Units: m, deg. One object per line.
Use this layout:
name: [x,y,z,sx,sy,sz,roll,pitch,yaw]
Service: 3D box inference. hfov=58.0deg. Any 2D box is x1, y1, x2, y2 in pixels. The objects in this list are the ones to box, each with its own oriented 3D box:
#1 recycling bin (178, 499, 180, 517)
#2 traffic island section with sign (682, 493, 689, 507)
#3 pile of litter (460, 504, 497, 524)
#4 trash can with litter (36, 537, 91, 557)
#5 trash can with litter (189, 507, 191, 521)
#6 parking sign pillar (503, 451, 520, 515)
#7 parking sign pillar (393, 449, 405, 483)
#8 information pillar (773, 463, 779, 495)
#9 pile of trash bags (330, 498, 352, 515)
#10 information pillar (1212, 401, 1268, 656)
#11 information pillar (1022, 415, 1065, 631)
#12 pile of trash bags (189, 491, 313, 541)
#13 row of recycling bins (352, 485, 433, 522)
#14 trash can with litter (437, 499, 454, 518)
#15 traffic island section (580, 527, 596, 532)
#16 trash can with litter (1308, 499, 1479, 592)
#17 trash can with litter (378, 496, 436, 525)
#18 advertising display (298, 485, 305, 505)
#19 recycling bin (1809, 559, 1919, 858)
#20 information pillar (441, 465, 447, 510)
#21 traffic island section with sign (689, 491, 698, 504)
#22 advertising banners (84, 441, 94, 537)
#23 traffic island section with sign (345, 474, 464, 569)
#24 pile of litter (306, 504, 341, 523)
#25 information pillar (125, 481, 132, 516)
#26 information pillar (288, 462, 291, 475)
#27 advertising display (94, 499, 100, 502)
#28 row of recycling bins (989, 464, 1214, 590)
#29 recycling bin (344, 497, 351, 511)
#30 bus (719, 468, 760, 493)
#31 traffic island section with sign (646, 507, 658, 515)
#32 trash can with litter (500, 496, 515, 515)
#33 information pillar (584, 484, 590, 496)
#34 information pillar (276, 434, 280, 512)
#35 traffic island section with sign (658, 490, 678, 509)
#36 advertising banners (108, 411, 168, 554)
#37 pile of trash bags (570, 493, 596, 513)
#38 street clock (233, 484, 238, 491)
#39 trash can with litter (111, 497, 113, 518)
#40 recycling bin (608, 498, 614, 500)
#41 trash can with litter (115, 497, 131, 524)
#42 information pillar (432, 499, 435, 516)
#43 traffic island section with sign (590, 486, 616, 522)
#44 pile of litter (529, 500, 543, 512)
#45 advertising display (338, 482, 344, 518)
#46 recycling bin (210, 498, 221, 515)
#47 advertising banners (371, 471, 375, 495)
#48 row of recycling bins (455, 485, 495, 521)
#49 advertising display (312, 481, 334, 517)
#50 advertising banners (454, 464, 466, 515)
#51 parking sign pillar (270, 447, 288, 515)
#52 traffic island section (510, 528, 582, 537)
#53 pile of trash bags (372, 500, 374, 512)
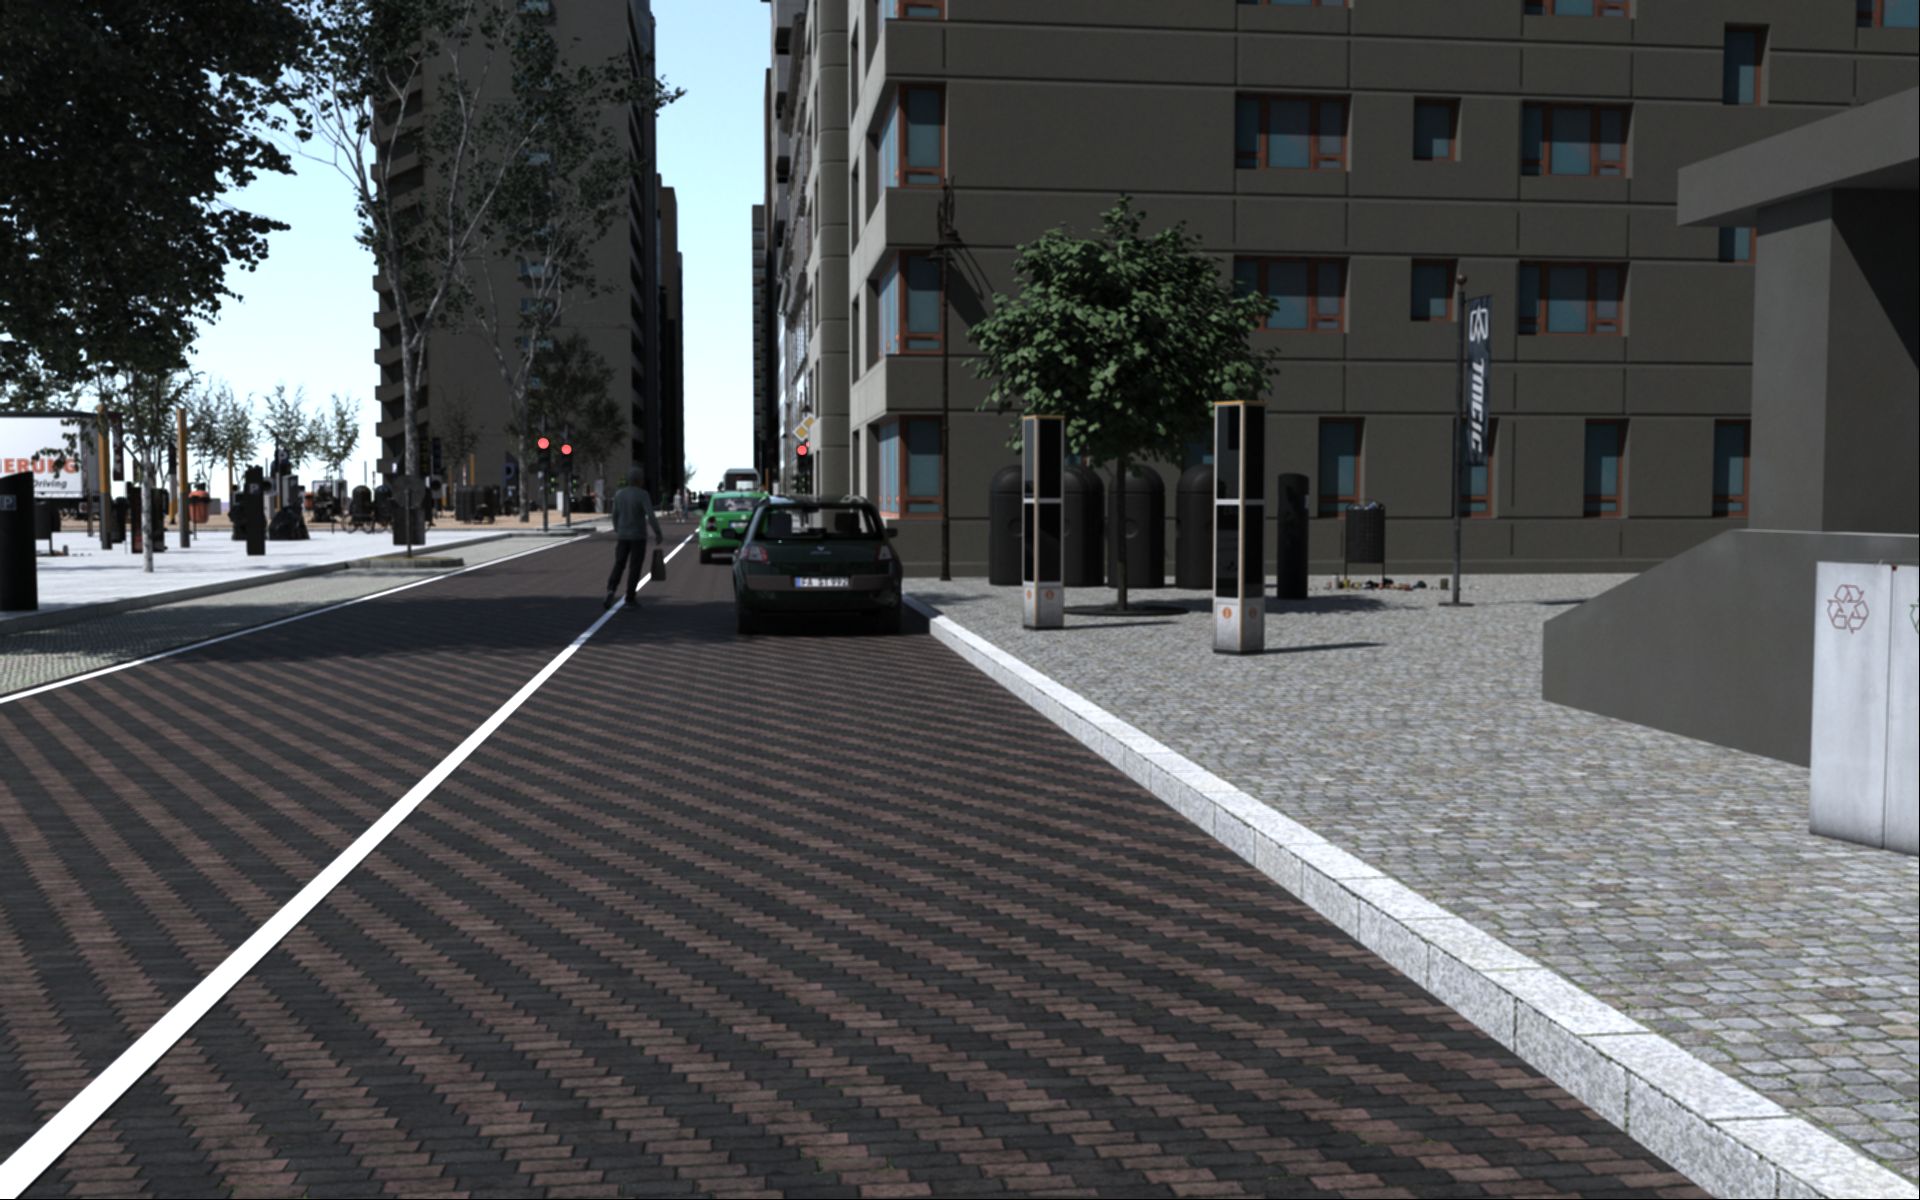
recycling bin: [-44.107,-5.278,98.853,0.722,1.027,0.722,1,4,14]
traffic island section with sign: [-31.259,-11.190,191.591,1.989,1.847,2.006,0,4,-7]
pile of litter: [-20.436,-3.668,73.942,1.719,0.858,1.176,1,4,16]
trash can with litter: [-19.362,-1.510,35.749,2.233,1.210,1.678,0,4,0]
trash can with litter: [-36.640,-4.362,82.702,1.055,1.170,0.624,-1,4,-11]
parking sign pillar: [-27.785,-7.280,107.504,1.447,3.967,1.447,2,4,34]
parking sign pillar: [-33.131,-6.964,102.332,1.447,3.967,1.447,0,4,-5]
information pillar: [-13.713,-8.418,128.993,0.504,3.616,0.183,2,4,26]
pile of trash bags: [-36.781,-5.633,101.848,3.447,1.369,1.912,0,4,-5]
information pillar: [2.236,-0.572,13.849,0.304,2.012,0.304,-3,5,-41]
information pillar: [0.787,-0.726,16.357,0.304,2.012,0.304,-1,4,-23]
pile of trash bags: [-19.954,-2.367,48.451,3.447,1.369,1.912,0,4,6]
row of recycling bins: [-26.356,-4.483,80.408,3.534,1.692,1.069,-1,4,-22]
trash can with litter: [-27.784,-5.039,93.439,1.678,1.210,2.233,1,4,23]
traffic island section: [-15.051,-2.702,66.465,2.009,0.180,2.903,0,4,-7]
trash can with litter: [5.863,-0.752,23.357,2.233,1.210,1.678,1,4,13]
trash can with litter: [-23.308,-3.747,72.324,2.233,1.210,1.678,-2,4,-32]
advertising display: [-48.945,-7.517,128.120,0.974,1.923,0.123,-2,4,-25]
recycling bin: [3.664,0.380,6.347,0.722,1.027,0.722,-1,4,-23]
information pillar: [-41.280,-9.005,138.591,0.504,3.616,0.183,-1,4,-20]
traffic island section with sign: [-38.429,-14.576,246.946,1.989,1.847,2.006,0,4,-7]
advertising banners: [-26.238,-3.421,52.125,0.090,3.025,2.074,-1,4,-22]
traffic island section with sign: [-10.866,-1.555,34.048,1.989,1.847,2.006,0,4,-7]
pile of litter: [-28.524,-3.873,77.289,1.719,0.858,1.176,1,4,22]
information pillar: [-47.749,-5.813,99.538,0.304,2.012,0.304,-2,4,-34]
information pillar: [-48.938,-8.246,126.180,0.183,3.616,0.504,3,5,41]
advertising display: [-63.110,-7.426,126.629,0.123,1.923,0.974,0,4,2]
row of recycling bins: [2.060,-1.032,23.978,3.534,1.692,1.069,1,4,21]
recycling bin: [-48.033,-7.512,135.371,0.722,1.027,0.722,-3,4,-38]
bus: [-16.383,-8.192,128.799,2.948,3.499,13.247,-1,4,-8]
traffic island section with sign: [-21.467,-6.562,115.913,1.989,1.847,2.006,0,4,-7]
trash can with litter: [-27.397,-5.684,104.313,0.624,1.170,1.055,3,4,37]
information pillar: [-27.636,-7.571,128.277,0.304,2.012,0.304,3,5,40]
information pillar: [-26.446,-4.636,67.153,0.183,3.616,0.504,-1,4,-18]
traffic island section with sign: [-27.800,-9.555,164.858,1.989,1.847,2.006,0,4,-7]
advertising banners: [-17.796,-2.525,37.479,0.090,3.025,2.074,0,4,6]
pile of trash bags: [-25.691,-6.647,118.426,1.912,1.369,3.447,1,4,14]
street clock: [-54.319,-7.662,129.845,0.471,2.002,0.358,0,4,-4]
trash can with litter: [-49.375,-5.386,99.125,1.678,1.210,2.233,0,4,2]
recycling bin: [-26.060,-7.198,130.247,0.722,1.027,0.722,-1,4,-13]
trash can with litter: [-36.337,-3.919,75.467,1.055,1.170,0.624,3,5,41]
information pillar: [-30.616,-5.869,100.448,0.304,2.012,0.304,-2,4,-25]
traffic island section with sign: [-17.997,-4.927,89.181,1.989,1.847,2.006,0,4,-7]
pile of litter: [-30.733,-6.824,125.542,1.176,0.858,1.719,0,4,1]
advertising display: [-33.343,-5.388,93.313,0.123,1.923,0.974,-1,4,-11]
recycling bin: [-46.424,-5.817,107.669,0.722,1.027,0.722,-3,5,-40]
advertising banners: [-44.673,-8.251,131.087,0.090,3.025,2.074,-3,5,-41]
row of recycling bins: [-22.980,-4.573,81.880,1.069,1.692,3.534,-2,4,-35]
advertising display: [-30.298,-4.720,82.384,0.974,1.923,0.123,0,4,-2]
advertising banners: [-29.302,-6.446,101.583,0.090,3.025,2.074,-2,4,-35]
parking sign pillar: [-38.559,-6.702,98.045,1.447,3.967,1.447,0,4,4]
traffic island section: [-14.026,-2.218,58.546,2.009,0.180,2.903,0,4,-7]
pile of trash bags: [-44.215,-7.217,127.744,3.447,1.369,1.912,0,4,6]
